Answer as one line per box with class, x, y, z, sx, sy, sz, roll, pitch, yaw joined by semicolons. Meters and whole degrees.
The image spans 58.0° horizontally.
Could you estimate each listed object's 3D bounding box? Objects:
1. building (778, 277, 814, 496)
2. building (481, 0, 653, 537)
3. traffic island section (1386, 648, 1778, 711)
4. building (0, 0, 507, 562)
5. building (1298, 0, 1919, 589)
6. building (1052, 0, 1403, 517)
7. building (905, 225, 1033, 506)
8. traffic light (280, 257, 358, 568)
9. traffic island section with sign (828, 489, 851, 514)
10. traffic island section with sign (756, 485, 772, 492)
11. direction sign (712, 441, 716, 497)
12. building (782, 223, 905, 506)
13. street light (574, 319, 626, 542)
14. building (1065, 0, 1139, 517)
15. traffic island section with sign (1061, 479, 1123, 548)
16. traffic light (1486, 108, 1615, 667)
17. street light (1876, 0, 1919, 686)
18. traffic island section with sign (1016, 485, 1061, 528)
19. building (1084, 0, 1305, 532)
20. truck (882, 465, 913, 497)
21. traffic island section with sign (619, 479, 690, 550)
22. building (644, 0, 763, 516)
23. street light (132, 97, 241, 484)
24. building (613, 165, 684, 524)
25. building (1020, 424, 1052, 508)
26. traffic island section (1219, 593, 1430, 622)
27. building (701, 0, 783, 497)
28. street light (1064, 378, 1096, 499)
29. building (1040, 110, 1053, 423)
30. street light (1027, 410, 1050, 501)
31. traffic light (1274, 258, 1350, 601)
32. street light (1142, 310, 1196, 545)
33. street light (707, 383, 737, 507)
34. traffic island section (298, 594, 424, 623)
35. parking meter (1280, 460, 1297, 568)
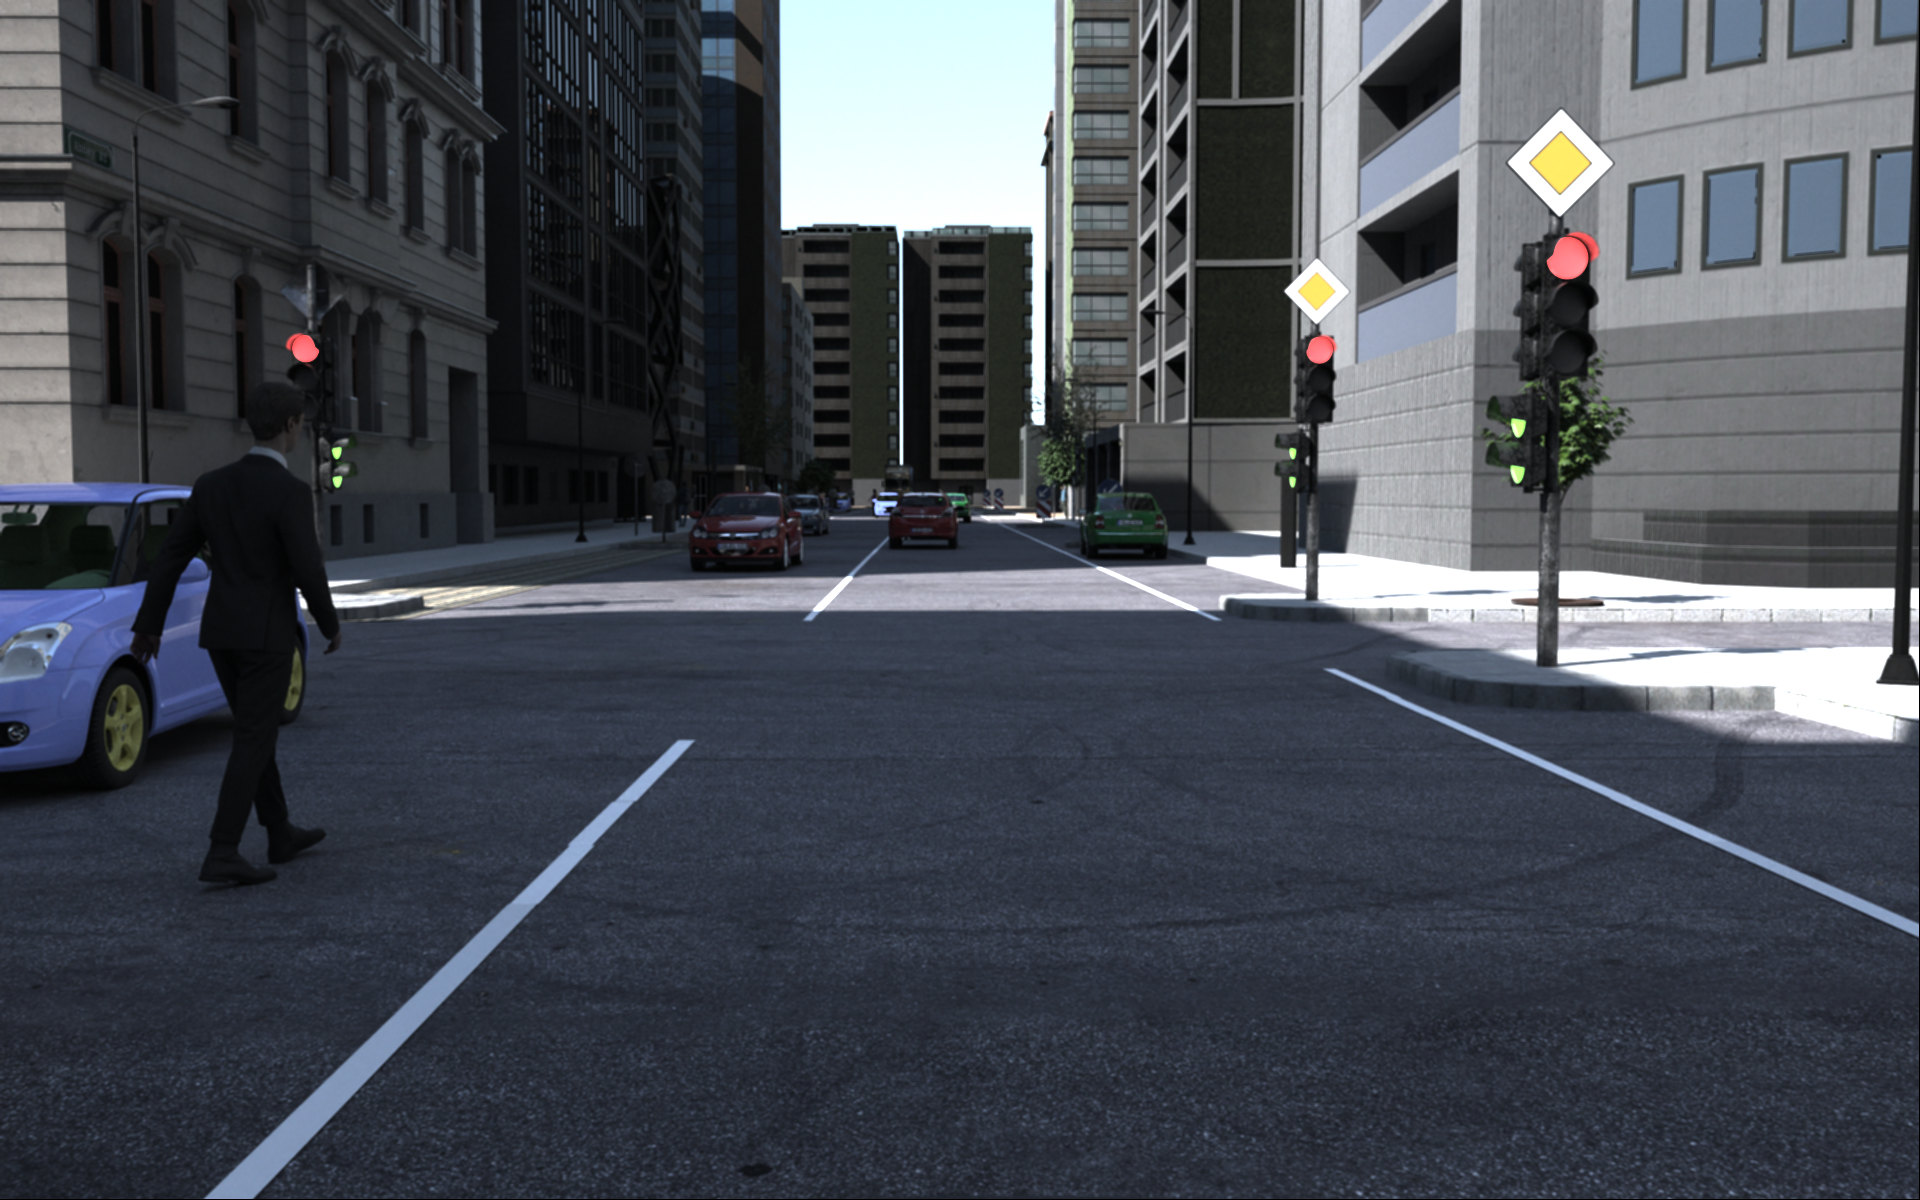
building;-28.505;-18.989;155.514;28.899;21.520;27.650;0;4;-1
building;-19.372;-16.201;58.388;14.314;27.812;24.014;0;4;-1
traffic island section;4.394;0.574;12.898;2.009;0.180;2.903;0;4;-1
building;-18.301;-15.057;33.575;14.401;28.519;23.554;0;4;-1
building;22.350;-29.940;31.516;28.212;58.520;21.231;0;4;-1
building;17.196;-35.615;124.302;21.231;58.520;28.212;0;4;-1
building;0.667;-25.498;188.587;14.107;30.474;14.160;0;4;-1
traffic light;-7.636;-1.935;20.560;0.839;4.253;0.868;0;4;-1
traffic island section with sign;-9.030;-7.059;124.036;1.989;1.847;2.006;0;4;-1
traffic island section with sign;-8.180;-3.909;72.535;1.989;1.847;2.006;0;4;-1
direction sign;-10.471;-5.004;73.817;0.379;3.537;0.876;0;4;2
building;-13.485;-25.442;187.679;14.107;30.474;14.160;0;4;-1
street light;-9.577;-4.501;46.125;1.470;5.913;1.316;0;4;-1
building;13.240;-25.692;103.654;14.154;41.232;14.086;0;4;-1
traffic island section with sign;3.849;-2.315;46.485;1.989;1.847;2.006;0;4;-1
traffic light;4.353;-1.459;12.783;0.839;4.253;0.868;0;4;-1
street light;5.835;-2.387;11.568;1.470;5.913;1.316;0;4;-1
traffic island section with sign;3.407;-3.994;73.924;1.989;1.847;2.006;0;4;-1
building;15.726;-38.154;62.077;20.563;71.187;20.611;0;4;-1
truck;-5.934;-10.927;167.564;2.839;4.237;11.283;0;3;0
traffic island section with sign;-7.758;-2.243;45.299;1.989;1.847;2.006;0;4;-1
building;-28.986;-25.393;107.053;32.217;40.220;23.993;0;4;-1
street light;-9.117;-2.929;20.427;1.470;5.913;1.316;0;4;-1
building;-21.390;-12.950;79.191;16.820;18.784;16.811;0;4;-1
building;17.354;-51.397;153.017;22.319;86.520;31.000;0;4;-1
traffic island section;4.264;0.086;20.882;2.009;0.180;2.903;0;4;-1
building;-20.562;-29.134;126.443;14.600;45.320;14.200;0;4;-1
street light;4.862;-5.931;69.519;1.470;5.913;1.316;0;4;-1
building;22.092;-32.877;192.164;28.867;44.769;22.147;0;4;-1
street light;4.386;-7.547;95.926;1.470;5.913;1.316;0;4;-1
traffic light;4.224;-1.948;20.767;0.839;4.253;0.868;0;4;-1
street light;5.290;-4.360;43.820;1.470;5.913;1.316;0;4;-1
street light;-9.970;-6.097;72.235;1.470;5.913;1.316;0;4;-1
traffic island section;-7.676;0.097;20.694;2.009;0.180;2.903;0;4;-1
parking meter;5.733;-1.497;30.193;0.255;1.863;0.399;1;4;15
